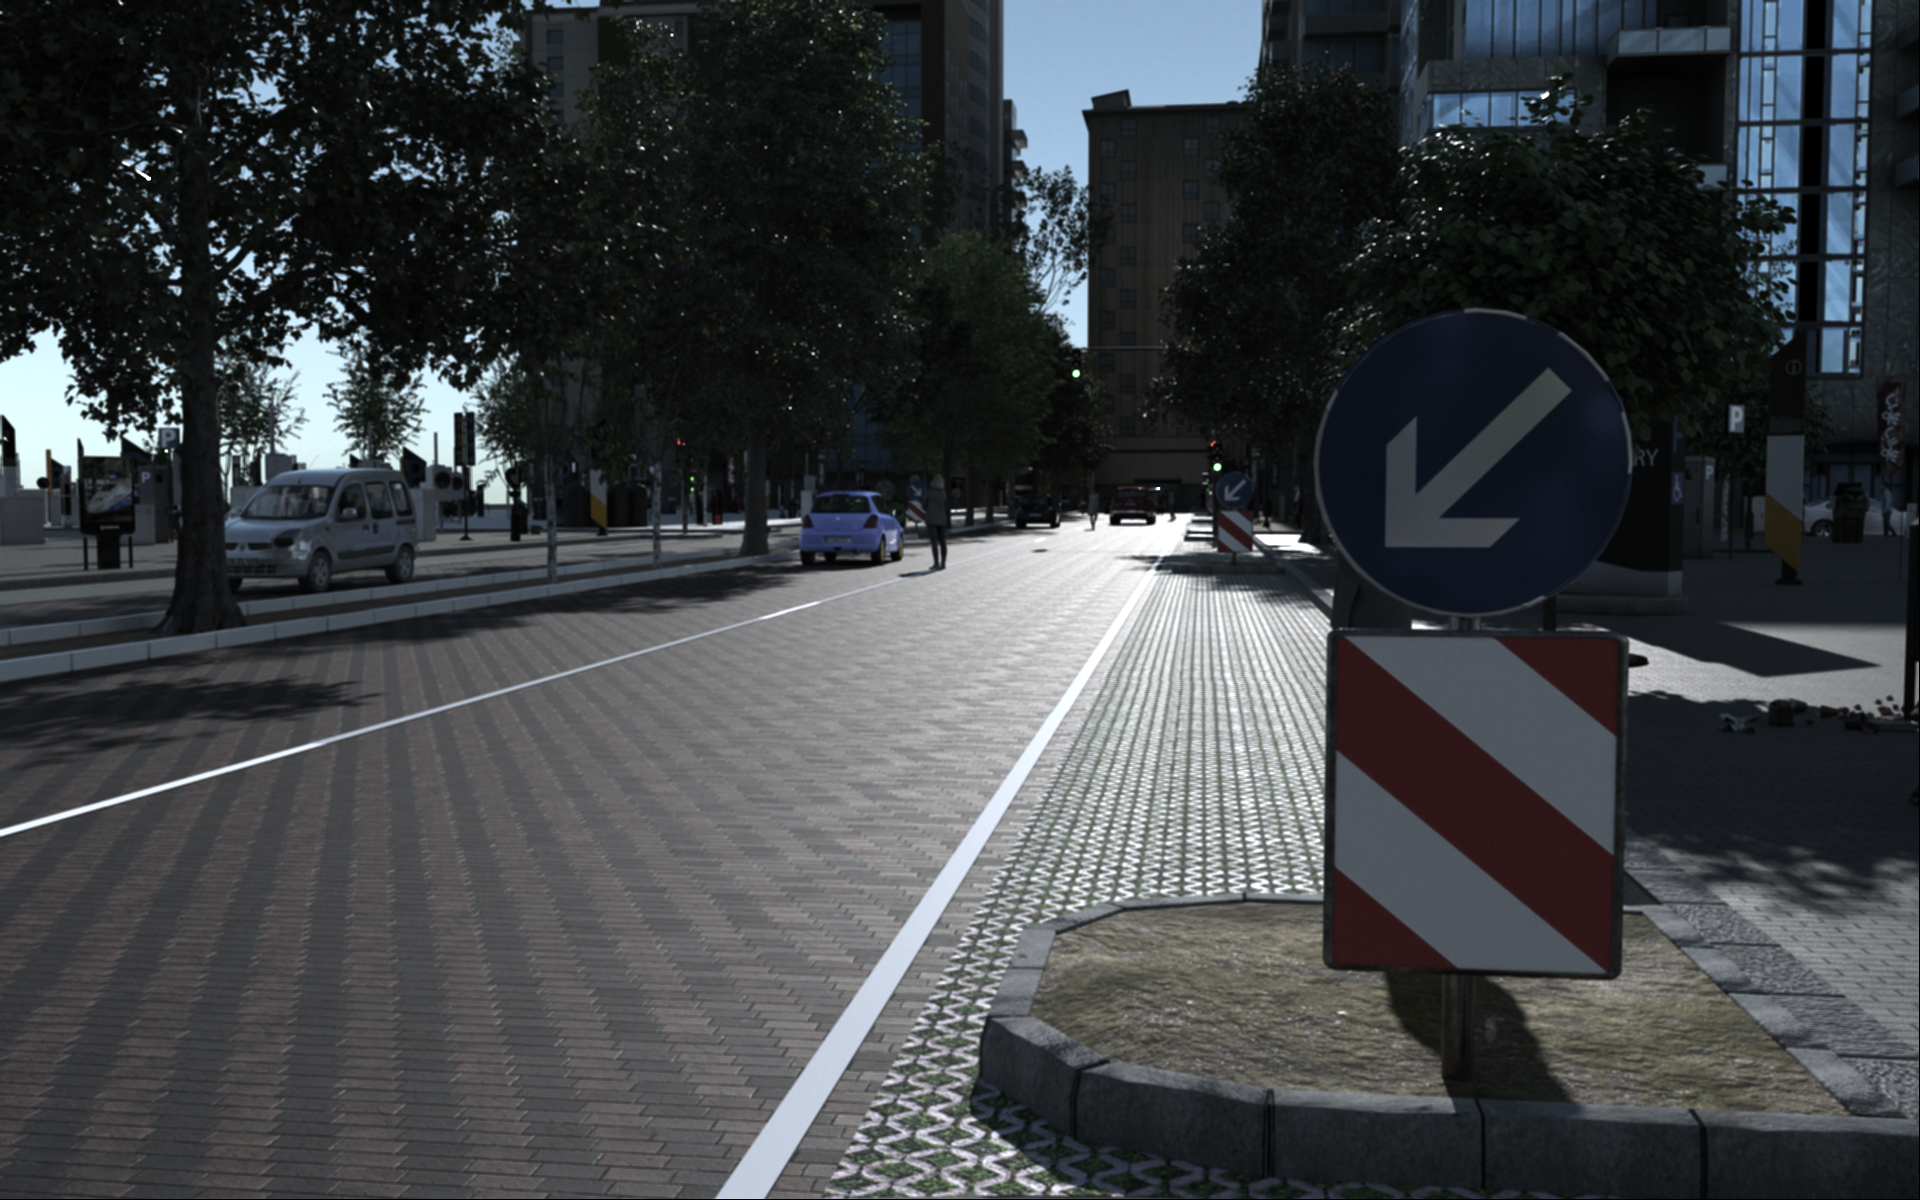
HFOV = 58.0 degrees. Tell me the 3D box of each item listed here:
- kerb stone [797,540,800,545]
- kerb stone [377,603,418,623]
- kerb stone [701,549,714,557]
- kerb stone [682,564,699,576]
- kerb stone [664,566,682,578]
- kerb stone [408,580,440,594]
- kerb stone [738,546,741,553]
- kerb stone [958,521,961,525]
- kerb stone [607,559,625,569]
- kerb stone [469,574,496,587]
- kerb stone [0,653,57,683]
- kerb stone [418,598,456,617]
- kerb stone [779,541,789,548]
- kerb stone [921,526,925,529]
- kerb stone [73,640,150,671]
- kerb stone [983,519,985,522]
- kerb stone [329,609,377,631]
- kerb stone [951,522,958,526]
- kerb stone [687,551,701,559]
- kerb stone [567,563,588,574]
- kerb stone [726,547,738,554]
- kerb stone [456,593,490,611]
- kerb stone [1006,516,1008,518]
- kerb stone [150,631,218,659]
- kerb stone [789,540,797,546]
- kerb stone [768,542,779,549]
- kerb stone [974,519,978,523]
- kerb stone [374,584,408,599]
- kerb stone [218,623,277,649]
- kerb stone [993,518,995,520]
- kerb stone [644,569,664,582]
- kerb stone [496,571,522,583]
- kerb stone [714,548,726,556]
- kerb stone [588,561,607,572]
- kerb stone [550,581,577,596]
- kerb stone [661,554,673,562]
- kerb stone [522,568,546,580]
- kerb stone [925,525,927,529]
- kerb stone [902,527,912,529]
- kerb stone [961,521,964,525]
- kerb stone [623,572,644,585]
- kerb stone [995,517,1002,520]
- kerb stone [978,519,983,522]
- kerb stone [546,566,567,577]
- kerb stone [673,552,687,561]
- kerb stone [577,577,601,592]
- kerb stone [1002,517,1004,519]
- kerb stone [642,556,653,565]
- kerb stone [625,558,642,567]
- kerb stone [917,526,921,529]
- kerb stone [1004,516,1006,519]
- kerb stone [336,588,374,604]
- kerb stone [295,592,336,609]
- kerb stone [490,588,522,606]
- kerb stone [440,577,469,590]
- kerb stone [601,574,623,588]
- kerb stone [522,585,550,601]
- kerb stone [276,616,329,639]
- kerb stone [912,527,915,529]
[{"bbox_3d":[-4.542,-1.598,48.344,0.120,0.150,1.000,0,4,8],"label":"kerb stone"},{"bbox_3d":[-6.448,0.158,19.608,0.120,0.150,1.000,0,4,8],"label":"kerb stone"},{"bbox_3d":[-5.821,-1.041,39.213,0.120,0.150,1.000,0,4,8],"label":"kerb stone"},{"bbox_3d":[-4.884,-0.524,30.767,0.120,0.150,1.000,0,4,8],"label":"kerb stone"},{"bbox_3d":[-5.027,-0.462,29.750,0.120,0.150,1.000,0,4,8],"label":"kerb stone"},{"bbox_3d":[-7.815,-0.170,24.978,0.120,0.150,1.000,0,4,8],"label":"kerb stone"},{"bbox_3d":[-5.391,-1.219,42.252,0.120,0.150,1.000,0,4,8],"label":"kerb stone"},{"bbox_3d":[-0.207,-3.493,79.303,0.120,0.150,1.000,0,4,8],"label":"kerb stone"},{"bbox_3d":[-6.671,-0.665,33.116,0.120,0.150,1.000,0,4,8],"label":"kerb stone"},{"bbox_3d":[-7.533,-0.294,27.002,0.120,0.150,1.000,0,4,8],"label":"kerb stone"},{"bbox_3d":[-7.304,0.533,13.485,0.120,0.150,1.000,0,4,8],"label":"kerb stone"},{"bbox_3d":[-6.304,0.098,20.622,0.120,0.150,1.000,0,4,8],"label":"kerb stone"},{"bbox_3d":[-4.826,-1.475,46.310,0.120,0.150,1.000,0,4,8],"label":"kerb stone"},{"bbox_3d":[-1.625,-2.873,69.172,0.120,0.150,1.000,0,4,8],"label":"kerb stone"},{"bbox_3d":[-7.160,0.471,14.497,0.120,0.150,1.000,0,4,8],"label":"kerb stone"},{"bbox_3d":[1.066,-4.051,88.424,0.120,0.150,1.000,0,4,8],"label":"kerb stone"},{"bbox_3d":[-6.584,0.227,18.591,0.120,0.150,1.000,0,4,8],"label":"kerb stone"},{"bbox_3d":[-0.351,-3.428,78.289,0.120,0.150,1.000,0,4,8],"label":"kerb stone"},{"bbox_3d":[-5.966,-0.976,38.199,0.120,0.150,1.000,0,4,8],"label":"kerb stone"},{"bbox_3d":[-6.955,-0.543,31.070,0.120,0.150,1.000,0,4,8],"label":"kerb stone"},{"bbox_3d":[-5.541,-1.164,41.240,0.120,0.150,1.000,0,4,8],"label":"kerb stone"},{"bbox_3d":[-6.159,0.034,21.633,0.120,0.150,1.000,0,4,8],"label":"kerb stone"},{"bbox_3d":[2.486,-4.673,98.593,0.120,0.150,1.000,0,4,8],"label":"kerb stone"},{"bbox_3d":[-7.016,0.410,15.530,0.120,0.150,1.000,0,4,8],"label":"kerb stone"},{"bbox_3d":[-4.686,-1.537,47.328,0.120,0.150,1.000,0,4,8],"label":"kerb stone"},{"bbox_3d":[-4.974,-1.413,45.297,0.120,0.150,1.000,0,4,8],"label":"kerb stone"},{"bbox_3d":[0.643,-3.861,85.386,0.120,0.150,1.000,0,4,8],"label":"kerb stone"},{"bbox_3d":[-7.954,-0.106,23.963,0.120,0.150,1.000,0,4,8],"label":"kerb stone"},{"bbox_3d":[-6.870,0.346,16.546,0.120,0.150,1.000,0,4,8],"label":"kerb stone"},{"bbox_3d":[1.636,-4.297,92.476,0.120,0.150,1.000,0,4,8],"label":"kerb stone"},{"bbox_3d":[-5.171,-0.397,28.732,0.120,0.150,1.000,0,4,8],"label":"kerb stone"},{"bbox_3d":[-7.389,-0.357,28.028,0.120,0.150,1.000,0,4,8],"label":"kerb stone"},{"bbox_3d":[-5.679,-1.103,40.228,0.120,0.150,1.000,0,4,8],"label":"kerb stone"},{"bbox_3d":[-6.822,-0.605,32.086,0.120,0.150,1.000,0,4,8],"label":"kerb stone"},{"bbox_3d":[-5.732,-0.150,24.680,0.120,0.150,1.000,0,4,8],"label":"kerb stone"},{"bbox_3d":[-6.248,-0.853,36.165,0.120,0.150,1.000,0,4,8],"label":"kerb stone"},{"bbox_3d":[-7.239,-0.419,29.046,0.120,0.150,1.000,0,4,8],"label":"kerb stone"},{"bbox_3d":[-1.486,-2.932,70.187,0.120,0.150,1.000,0,4,8],"label":"kerb stone"},{"bbox_3d":[-2.052,-2.686,66.106,0.120,0.150,1.000,0,4,8],"label":"kerb stone"},{"bbox_3d":[-0.061,-3.546,80.317,0.120,0.150,1.000,0,4,8],"label":"kerb stone"},{"bbox_3d":[-5.311,-0.338,27.719,0.120,0.150,1.000,0,4,8],"label":"kerb stone"},{"bbox_3d":[2.069,-4.485,95.532,0.120,0.150,1.000,0,4,8],"label":"kerb stone"},{"bbox_3d":[0.926,-3.987,87.411,0.120,0.150,1.000,0,4,8],"label":"kerb stone"},{"bbox_3d":[-7.100,-0.481,30.058,0.120,0.150,1.000,0,4,8],"label":"kerb stone"},{"bbox_3d":[-6.113,-0.917,37.181,0.120,0.150,1.000,0,4,8],"label":"kerb stone"},{"bbox_3d":[-5.594,-0.214,25.694,0.120,0.150,1.000,0,4,8],"label":"kerb stone"},{"bbox_3d":[2.199,-4.547,96.546,0.120,0.150,1.000,0,4,8],"label":"kerb stone"},{"bbox_3d":[-6.393,-0.787,35.153,0.120,0.150,1.000,0,4,8],"label":"kerb stone"},{"bbox_3d":[-6.537,-0.730,34.137,0.120,0.150,1.000,0,4,8],"label":"kerb stone"},{"bbox_3d":[-1.771,-2.808,68.158,0.120,0.150,1.000,0,4,8],"label":"kerb stone"},{"bbox_3d":[2.349,-4.607,97.571,0.120,0.150,1.000,0,4,8],"label":"kerb stone"},{"bbox_3d":[-8.099,-0.046,22.951,0.120,0.150,1.000,0,4,8],"label":"kerb stone"},{"bbox_3d":[-8.239,0.016,21.939,0.120,0.150,1.000,0,4,8],"label":"kerb stone"},{"bbox_3d":[-6.018,-0.023,22.654,0.120,0.150,1.000,0,4,8],"label":"kerb stone"},{"bbox_3d":[-7.674,-0.232,25.990,0.120,0.150,1.000,0,4,8],"label":"kerb stone"},{"bbox_3d":[-5.454,-0.276,26.707,0.120,0.150,1.000,0,4,8],"label":"kerb stone"},{"bbox_3d":[-5.879,-0.090,23.669,0.120,0.150,1.000,0,4,8],"label":"kerb stone"},{"bbox_3d":[-6.732,0.283,17.571,0.120,0.150,1.000,0,4,8],"label":"kerb stone"},{"bbox_3d":[-1.913,-2.747,67.135,0.120,0.150,1.000,0,4,8],"label":"kerb stone"}]
